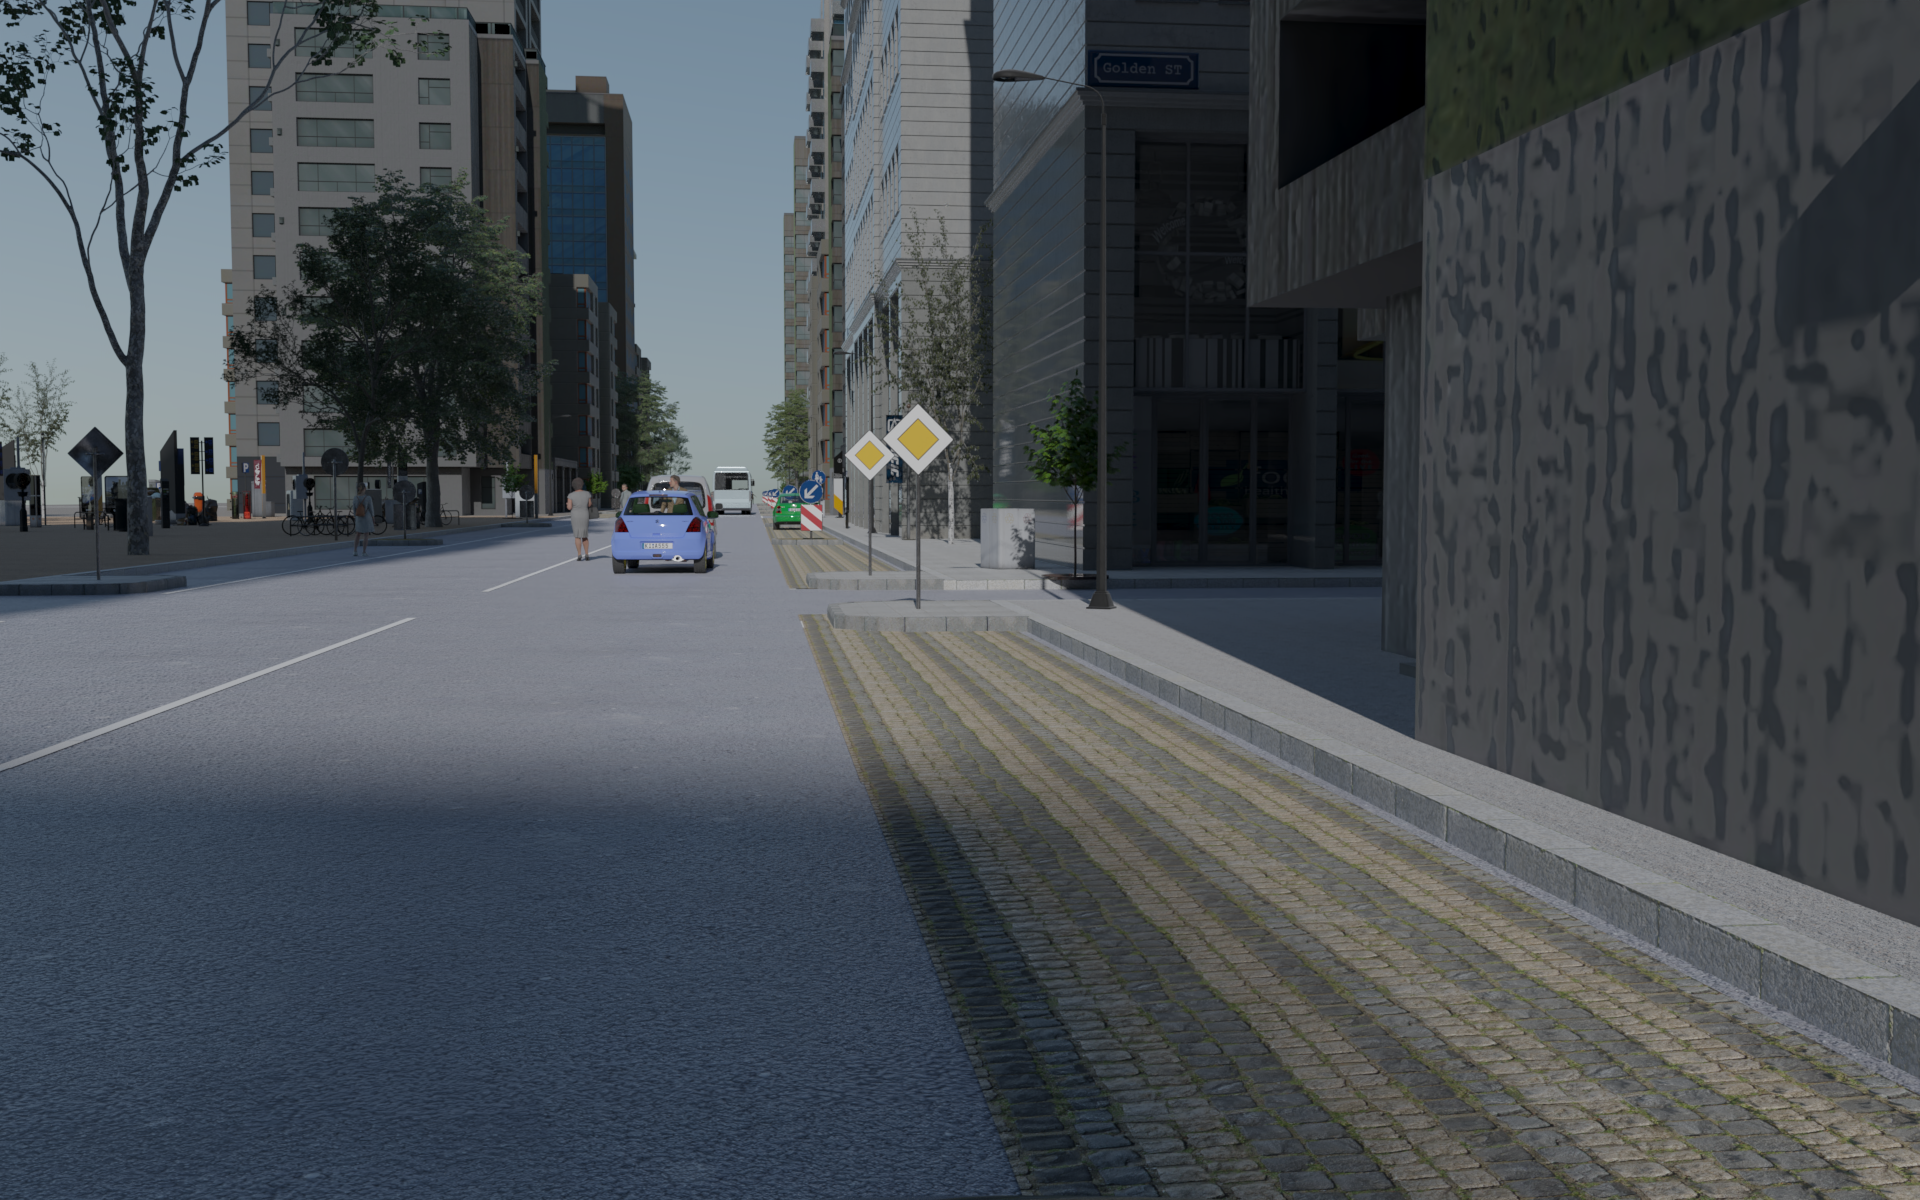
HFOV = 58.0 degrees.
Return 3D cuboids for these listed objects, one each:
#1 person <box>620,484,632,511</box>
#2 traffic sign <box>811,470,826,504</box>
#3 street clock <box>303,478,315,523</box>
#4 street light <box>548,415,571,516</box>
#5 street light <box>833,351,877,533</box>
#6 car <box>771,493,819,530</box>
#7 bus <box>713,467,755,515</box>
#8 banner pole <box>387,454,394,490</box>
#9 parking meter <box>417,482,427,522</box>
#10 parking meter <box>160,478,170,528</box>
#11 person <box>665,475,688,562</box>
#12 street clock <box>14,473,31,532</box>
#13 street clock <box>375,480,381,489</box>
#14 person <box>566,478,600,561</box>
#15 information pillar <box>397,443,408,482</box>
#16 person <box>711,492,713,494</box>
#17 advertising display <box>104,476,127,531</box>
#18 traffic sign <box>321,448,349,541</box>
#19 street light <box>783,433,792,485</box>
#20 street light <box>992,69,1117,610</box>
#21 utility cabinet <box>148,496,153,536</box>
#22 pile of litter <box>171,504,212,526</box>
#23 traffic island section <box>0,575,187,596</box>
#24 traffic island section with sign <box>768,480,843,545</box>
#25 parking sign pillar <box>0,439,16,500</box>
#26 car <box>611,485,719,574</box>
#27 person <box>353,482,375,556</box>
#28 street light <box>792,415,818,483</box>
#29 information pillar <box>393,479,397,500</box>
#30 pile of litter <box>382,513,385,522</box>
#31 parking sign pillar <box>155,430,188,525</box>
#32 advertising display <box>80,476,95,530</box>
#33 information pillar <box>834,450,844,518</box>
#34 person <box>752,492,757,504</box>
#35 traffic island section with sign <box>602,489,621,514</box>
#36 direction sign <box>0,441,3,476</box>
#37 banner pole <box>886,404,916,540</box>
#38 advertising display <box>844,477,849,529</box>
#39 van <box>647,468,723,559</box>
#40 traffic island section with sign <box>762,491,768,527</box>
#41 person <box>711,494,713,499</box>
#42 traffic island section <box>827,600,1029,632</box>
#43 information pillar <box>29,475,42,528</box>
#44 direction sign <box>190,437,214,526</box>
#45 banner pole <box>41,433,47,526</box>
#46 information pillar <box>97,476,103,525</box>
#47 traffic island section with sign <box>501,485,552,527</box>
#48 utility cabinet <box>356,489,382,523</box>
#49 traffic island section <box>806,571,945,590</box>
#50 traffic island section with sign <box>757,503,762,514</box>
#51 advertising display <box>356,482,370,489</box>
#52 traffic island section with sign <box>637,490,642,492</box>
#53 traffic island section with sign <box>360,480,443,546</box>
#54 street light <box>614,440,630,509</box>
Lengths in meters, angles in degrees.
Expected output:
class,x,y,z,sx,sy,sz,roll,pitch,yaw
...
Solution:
class,x,y,z,sx,sy,sz,roll,pitch,yaw
person,-12.564,-3.448,64.969,0.635,1.810,0.391,2,4,34
traffic sign,-7.558,-5.663,92.694,0.768,2.556,0.104,0,4,1
street clock,-29.134,-4.466,77.591,0.358,2.002,0.471,3,4,37
street light,-23.532,-7.902,101.739,1.470,5.913,1.316,0,4,-7
street light,-3.406,-5.129,56.396,1.470,5.913,1.316,0,4,-7
car,-6.677,-3.750,70.114,1.959,1.807,4.718,0,4,-6
bus,-16.141,-7.863,123.423,2.948,3.499,13.247,0,4,-6
banner pole,-29.899,-6.176,90.999,0.401,3.779,0.863,1,4,9
parking meter,-25.093,-4.590,80.756,0.399,1.863,0.255,2,4,24
parking meter,-29.690,-3.607,64.691,0.255,1.863,0.399,-2,4,-35
person,-6.071,-1.734,36.768,0.656,1.842,0.836,-2,4,-30
street clock,-31.813,-3.317,58.803,0.358,2.002,0.471,2,4,35
street clock,-29.142,-5.026,86.742,0.358,2.002,0.471,-1,4,-8
person,-8.084,-1.728,37.109,0.716,1.782,0.532,-2,4,-28
information pillar,-25.323,-5.338,78.632,0.183,3.616,0.504,3,5,42
person,-34.343,-14.158,240.518,0.617,1.759,0.750,2,4,35
advertising display,-29.455,-3.387,60.597,0.974,1.923,0.123,1,4,12
traffic sign,-17.222,-2.913,47.732,0.768,2.556,0.104,0,4,-2
street light,-12.427,-9.707,131.257,1.470,5.913,1.316,0,4,-7
street light,1.046,-2.852,19.177,1.470,5.913,1.316,0,4,-7
utility cabinet,-24.959,-2.552,52.892,0.306,1.237,1.020,-3,5,-40
pile of litter,-31.602,-3.491,71.043,1.719,0.858,1.176,-2,4,-24
traffic island section,-12.905,-0.221,25.902,2.009,0.180,2.903,0,4,-7
traffic island section with sign,-4.367,-2.488,49.307,1.989,1.847,2.006,0,4,-7
parking sign pillar,-47.318,-5.938,85.562,1.447,3.967,1.447,-1,4,-11
car,-5.519,-1.399,32.463,1.945,1.707,3.694,0,4,-5
person,-13.761,-1.859,39.900,0.512,1.701,0.522,0,4,-7
street light,-8.962,-7.914,101.936,1.470,5.913,1.316,0,4,-7
information pillar,-27.137,-4.831,83.486,0.304,2.012,0.304,-1,4,-10
pile of litter,-26.737,-3.937,78.338,1.176,0.858,1.719,2,4,32
parking sign pillar,-33.407,-5.198,73.459,1.447,3.967,1.447,3,5,40
advertising display,-31.128,-3.468,61.923,0.974,1.923,0.123,3,4,37
information pillar,-6.503,-6.203,92.776,0.504,3.616,0.183,0,4,6
person,-28.964,-14.227,241.825,1.217,1.735,0.721,1,4,10
traffic island section with sign,-24.792,-7.121,125.057,1.989,1.847,2.006,0,4,-7
direction sign,-41.174,-5.022,74.101,0.379,3.537,0.876,0,4,-2
banner pole,-1.657,-3.556,48.150,0.863,3.779,0.401,0,4,-2
advertising display,-4.223,-3.630,64.557,0.123,1.923,0.974,0,4,-8
van,-6.411,-1.988,39.522,2.013,2.044,4.112,-1,4,-9
traffic island section with sign,-7.577,-4.125,76.071,1.989,1.847,2.006,0,4,-7
person,-26.495,-10.607,185.163,0.421,1.427,0.697,0,4,-7
traffic island section,-0.445,0.180,19.342,2.009,0.180,2.903,0,4,-7
information pillar,-35.438,-3.784,66.359,0.304,2.012,0.304,0,4,6
direction sign,-30.093,-4.699,68.820,0.876,3.537,0.379,-1,4,-8
banner pole,-37.272,-4.924,70.531,0.401,3.779,0.863,-2,4,-34
information pillar,-35.778,-4.925,71.881,0.183,3.616,0.504,0,4,1
traffic island section with sign,-18.848,-4.084,75.409,1.989,1.847,2.006,0,4,-7
utility cabinet,-25.379,-4.020,74.400,0.318,1.500,1.173,2,4,29
traffic island section,-1.395,-0.305,27.271,2.009,0.180,2.903,0,4,-7
traffic island section with sign,-13.556,-7.180,126.020,1.989,1.847,2.006,0,4,-7
advertising display,-31.328,-5.241,90.897,0.974,1.923,0.123,2,4,33
traffic island section with sign,-28.022,-8.770,152.010,1.989,1.847,2.006,0,4,-7
traffic island section with sign,-15.637,-2.448,48.645,1.989,1.847,2.006,0,4,-7
street light,-28.873,-10.715,147.736,1.470,5.913,1.316,0,4,-7
